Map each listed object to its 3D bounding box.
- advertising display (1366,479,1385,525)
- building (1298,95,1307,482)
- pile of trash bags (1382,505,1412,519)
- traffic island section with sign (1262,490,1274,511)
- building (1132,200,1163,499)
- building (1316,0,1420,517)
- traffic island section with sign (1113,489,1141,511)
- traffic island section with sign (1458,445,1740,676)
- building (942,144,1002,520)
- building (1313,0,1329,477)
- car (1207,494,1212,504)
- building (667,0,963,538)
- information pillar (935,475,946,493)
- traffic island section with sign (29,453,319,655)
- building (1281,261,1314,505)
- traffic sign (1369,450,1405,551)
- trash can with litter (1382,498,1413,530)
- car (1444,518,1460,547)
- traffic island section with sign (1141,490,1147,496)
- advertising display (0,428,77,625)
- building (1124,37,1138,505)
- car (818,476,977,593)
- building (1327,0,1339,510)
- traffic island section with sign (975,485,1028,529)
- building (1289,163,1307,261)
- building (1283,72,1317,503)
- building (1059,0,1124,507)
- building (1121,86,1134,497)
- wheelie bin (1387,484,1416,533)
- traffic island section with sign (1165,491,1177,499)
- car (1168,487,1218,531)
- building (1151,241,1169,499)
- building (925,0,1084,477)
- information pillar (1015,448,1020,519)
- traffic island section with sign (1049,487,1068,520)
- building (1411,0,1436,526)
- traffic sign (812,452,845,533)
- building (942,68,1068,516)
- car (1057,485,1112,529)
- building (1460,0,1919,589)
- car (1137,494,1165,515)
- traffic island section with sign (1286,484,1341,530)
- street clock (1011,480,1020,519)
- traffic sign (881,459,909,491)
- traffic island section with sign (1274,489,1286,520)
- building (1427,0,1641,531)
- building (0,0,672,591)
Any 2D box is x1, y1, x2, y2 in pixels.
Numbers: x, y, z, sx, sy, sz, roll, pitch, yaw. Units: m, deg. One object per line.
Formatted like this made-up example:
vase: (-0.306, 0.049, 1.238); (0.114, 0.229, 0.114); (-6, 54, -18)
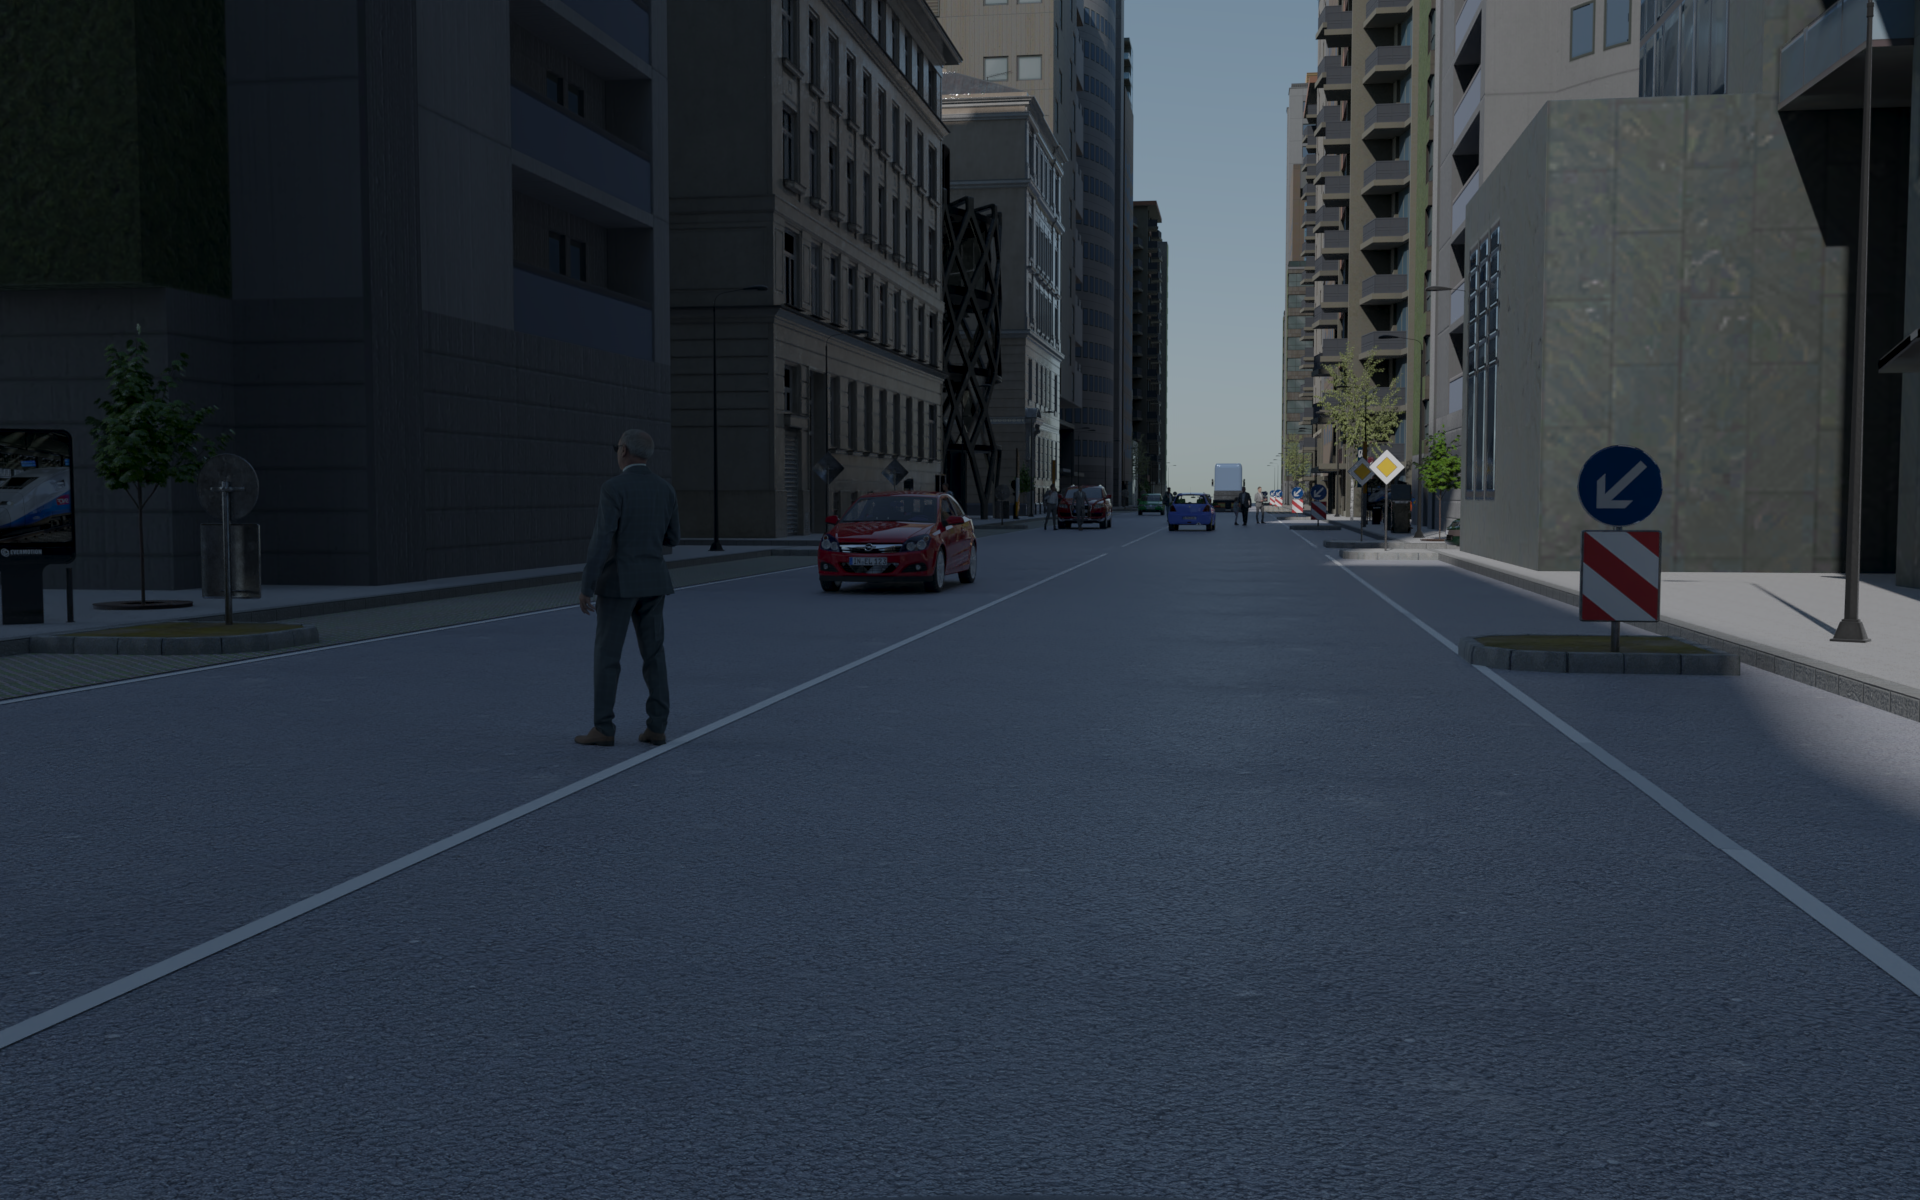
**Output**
advertising display: (17.474, -4.127, 72.691); (0.974, 1.923, 0.123); (-1, 4, -19)
building: (46.591, -32.064, 178.868); (22.147, 44.769, 28.867); (1, 4, 9)
pile of trash bags: (22.186, -4.748, 87.379); (1.912, 1.369, 3.447); (0, 4, -7)
traffic island section with sign: (26.565, -8.347, 145.106); (1.989, 1.847, 2.006); (1, 4, 9)
building: (17.975, -36.578, 252.680); (22.147, 44.769, 28.867); (1, 4, 9)
building: (32.308, -27.345, 101.715); (22.147, 44.769, 28.867); (1, 4, 9)
traffic island section with sign: (14.018, -8.436, 146.549); (1.989, 1.847, 2.006); (1, 4, 9)
traffic island section with sign: (5.336, -0.374, 14.748); (1.989, 1.847, 2.006); (1, 4, 9)
building: (-6.461, -13.533, 88.713); (16.820, 18.784, 16.811); (1, 4, 9)
building: (45.069, -34.320, 150.374); (28.713, 52.752, 27.495); (1, 4, 9)
car: (33.456, -13.906, 236.397); (2.155, 1.783, 4.494); (1, 4, 9)
building: (-10.218, -14.147, 64.585); (16.112, 22.955, 30.059); (1, 4, 9)
information pillar: (-0.743, -3.720, 65.320); (0.304, 2.012, 0.304); (-3, 5, -42)
traffic island section with sign: (-7.199, -0.467, 16.258); (1.989, 1.847, 2.006); (1, 4, 9)
building: (47.352, -27.055, 214.044); (14.160, 30.474, 14.107); (1, 4, 9)
traffic sign: (9.597, -2.163, 39.008); (0.795, 2.450, 0.064); (1, 4, 9)
trash can with litter: (15.306, -3.004, 60.508); (1.055, 1.170, 0.624); (2, 4, 32)
car: (14.152, -2.015, 42.734); (4.222, 1.686, 2.009); (1, 4, 9)
traffic island section with sign: (18.444, -10.100, 173.767); (1.989, 1.847, 2.006); (1, 4, 9)
advertising display: (-9.253, -0.724, 17.044); (0.974, 1.923, 0.123); (-2, 4, -33)
building: (12.108, -55.604, 221.797); (22.319, 86.520, 31.000); (1, 4, 9)
car: (-0.905, -1.076, 26.633); (2.155, 1.783, 4.494); (1, 4, 10)
building: (35.100, -29.421, 131.137); (14.600, 45.320, 14.200); (1, 4, 9)
traffic island section with sign: (1.738, -3.823, 71.128); (1.989, 1.847, 2.006); (1, 4, 9)
building: (50.424, -35.335, 227.843); (14.600, 45.320, 14.200); (1, 4, 9)
building: (57.174, -43.168, 247.789); (21.231, 58.520, 28.212); (1, 4, 9)
building: (4.244, -38.222, 166.925); (21.231, 58.520, 28.212); (1, 4, 9)
building: (11.377, -32.904, 188.092); (14.600, 45.320, 14.200); (1, 4, 9)
wheelie bin: (14.370, -2.976, 56.570); (0.980, 1.594, 0.693); (1, 4, 12)
traffic island section with sign: (27.477, -13.489, 229.164); (1.989, 1.847, 2.006); (1, 4, 9)
car: (9.155, -3.584, 68.190); (1.945, 1.707, 3.694); (1, 4, 11)
building: (25.468, -36.093, 273.719); (14.154, 41.232, 14.086); (1, 4, 9)
building: (-4.457, -33.642, 139.284); (28.713, 52.752, 27.495); (1, 4, 9)
information pillar: (2.929, -5.906, 87.921); (0.183, 3.616, 0.504); (1, 4, 13)
traffic island section with sign: (6.069, -5.450, 97.734); (1.989, 1.847, 2.006); (1, 4, 9)
building: (26.359, -18.446, 73.297); (14.160, 30.474, 14.107); (1, 4, 9)
traffic sign: (-3.126, -2.291, 41.094); (0.795, 2.450, 0.064); (1, 4, 9)
building: (-0.649, -19.962, 112.285); (13.634, 28.700, 20.117); (1, 4, 9)
car: (5.261, -3.915, 72.680); (2.281, 1.827, 5.304); (1, 4, 8)
building: (19.810, -43.226, 19.415); (22.319, 86.520, 31.000); (1, 4, 9)
car: (13.072, -6.691, 118.193); (1.959, 1.807, 4.718); (0, 4, 8)
traffic island section with sign: (14.268, -3.730, 69.609); (1.989, 1.847, 2.006); (1, 4, 9)
street clock: (2.838, -5.142, 88.635); (0.358, 2.002, 0.471); (-3, 5, -42)
traffic sign: (-1.842, -2.773, 48.975); (0.795, 2.450, 0.064); (1, 4, 9)
traffic island section with sign: (18.606, -5.358, 96.224); (1.989, 1.847, 2.006); (1, 4, 9)
building: (29.936, -31.193, 52.006); (28.212, 58.520, 21.231); (1, 4, 9)
building: (-20.684, -30.032, 33.023); (28.212, 58.520, 21.231); (1, 4, 9)
